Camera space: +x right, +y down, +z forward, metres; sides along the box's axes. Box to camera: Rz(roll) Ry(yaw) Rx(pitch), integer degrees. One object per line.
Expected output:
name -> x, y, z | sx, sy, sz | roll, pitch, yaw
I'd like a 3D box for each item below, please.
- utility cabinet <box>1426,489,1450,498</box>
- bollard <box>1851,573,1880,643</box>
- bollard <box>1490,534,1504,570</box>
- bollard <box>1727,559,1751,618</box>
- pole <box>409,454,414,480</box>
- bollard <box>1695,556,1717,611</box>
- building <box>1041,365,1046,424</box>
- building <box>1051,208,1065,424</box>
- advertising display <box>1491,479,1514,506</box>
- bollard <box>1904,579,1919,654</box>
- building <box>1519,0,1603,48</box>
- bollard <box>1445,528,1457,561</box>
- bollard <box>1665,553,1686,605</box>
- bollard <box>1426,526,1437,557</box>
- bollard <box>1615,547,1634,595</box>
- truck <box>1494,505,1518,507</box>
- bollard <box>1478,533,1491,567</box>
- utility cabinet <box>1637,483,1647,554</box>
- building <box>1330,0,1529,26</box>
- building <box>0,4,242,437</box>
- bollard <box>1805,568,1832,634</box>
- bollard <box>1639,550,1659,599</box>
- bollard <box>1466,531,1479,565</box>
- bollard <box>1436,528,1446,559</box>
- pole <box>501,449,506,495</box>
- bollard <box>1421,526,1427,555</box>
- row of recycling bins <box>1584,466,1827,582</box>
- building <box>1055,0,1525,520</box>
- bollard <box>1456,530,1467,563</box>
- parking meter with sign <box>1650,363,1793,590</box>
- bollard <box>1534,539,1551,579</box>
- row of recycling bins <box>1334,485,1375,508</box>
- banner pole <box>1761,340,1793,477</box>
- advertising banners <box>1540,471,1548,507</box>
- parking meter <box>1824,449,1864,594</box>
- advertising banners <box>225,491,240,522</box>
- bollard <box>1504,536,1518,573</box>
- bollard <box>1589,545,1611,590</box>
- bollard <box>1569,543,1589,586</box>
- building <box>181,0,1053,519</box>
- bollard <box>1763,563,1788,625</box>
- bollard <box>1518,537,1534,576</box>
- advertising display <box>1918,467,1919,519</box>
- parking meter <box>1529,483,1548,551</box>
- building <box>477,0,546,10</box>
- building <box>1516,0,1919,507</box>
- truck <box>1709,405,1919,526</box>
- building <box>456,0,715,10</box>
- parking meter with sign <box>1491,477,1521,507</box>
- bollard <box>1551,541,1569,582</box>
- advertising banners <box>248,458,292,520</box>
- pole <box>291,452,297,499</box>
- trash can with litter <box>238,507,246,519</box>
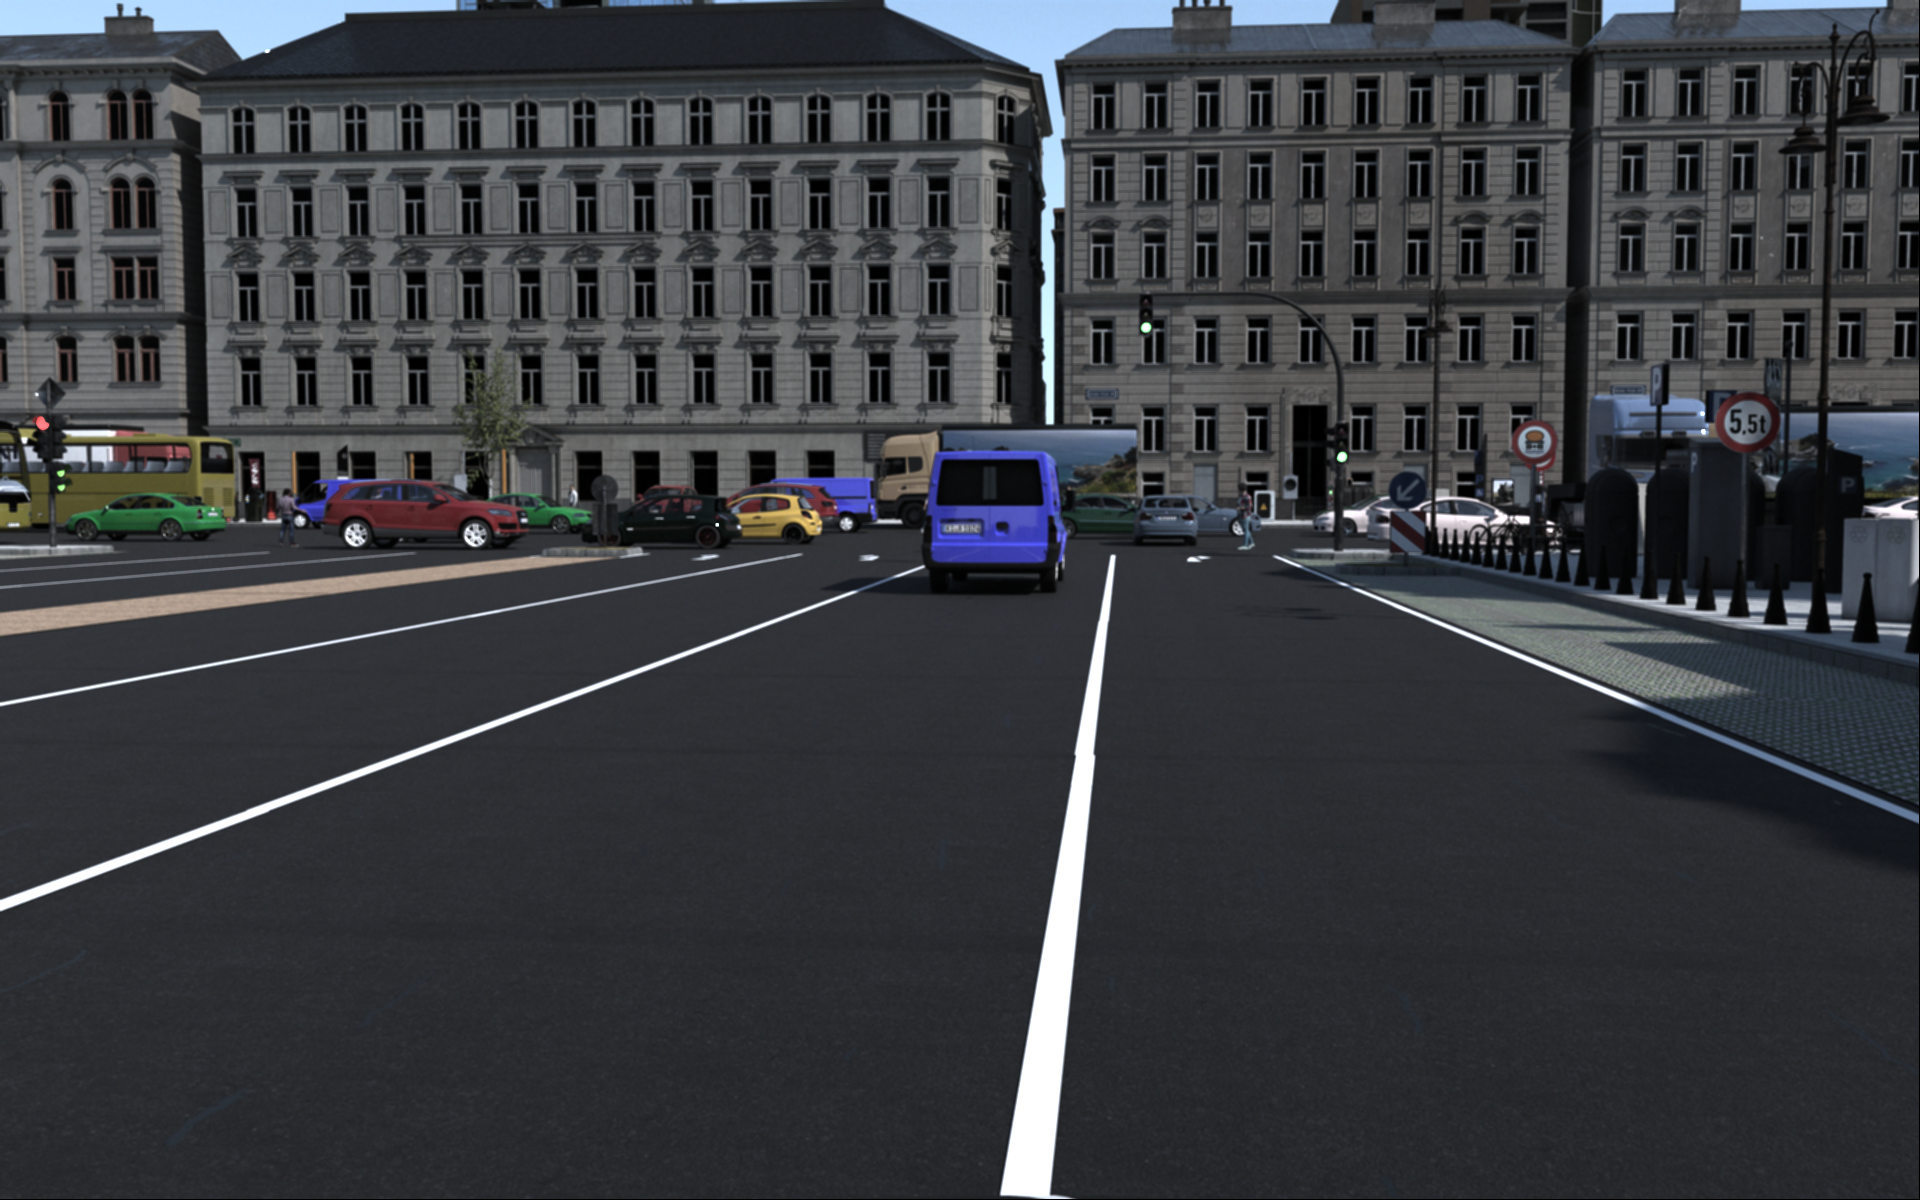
utility cabinet -> 20.383, -3.986, 73.854 | 1.173, 1.500, 0.318 | -2, 4, -35
bollard -> 7.850, 0.064, 14.999 | 0.229, 0.601, 0.229 | 0, 3, 0
bollard -> 9.197, -0.818, 29.411 | 0.229, 0.601, 0.229 | 0, 3, 0
bollard -> 8.138, -0.125, 18.084 | 0.229, 0.601, 0.229 | 0, 3, 0
pole -> -27.629, -5.718, 87.335 | 0.158, 3.312, 0.155 | 0, 3, 0
bollard -> 8.235, -0.187, 19.106 | 0.229, 0.601, 0.229 | 0, 3, 0
building -> -2.125, -25.380, 260.008 | 28.899, 21.520, 27.650 | 0, 4, 5
building -> 26.416, -36.677, 254.295 | 28.867, 44.769, 22.147 | 0, 4, 5
advertising display -> 23.408, -4.252, 74.734 | 0.974, 1.923, 0.123 | 0, 4, -7
bollard -> 7.757, 0.126, 13.976 | 0.229, 0.601, 0.229 | 0, 3, 0
building -> 79.842, -49.466, 247.015 | 20.611, 71.187, 20.563 | 0, 4, 5
bollard -> 9.582, -1.069, 33.514 | 0.229, 0.601, 0.229 | 0, 3, 0
bollard -> 8.333, -0.251, 20.143 | 0.229, 0.601, 0.229 | 0, 3, 0
bollard -> 9.771, -1.194, 35.570 | 0.229, 0.601, 0.229 | 0, 3, 0
bollard -> 8.525, -0.376, 22.192 | 0.229, 0.601, 0.229 | 0, 3, 0
truck -> 26.436, -4.649, 65.773 | 18.799, 4.110, 2.967 | 0, 4, 4
bollard -> 9.292, -0.880, 30.433 | 0.229, 0.601, 0.229 | 0, 3, 0
utility cabinet -> 14.253, -1.702, 36.514 | 0.318, 1.500, 1.173 | 3, 4, 36
building -> 39.083, -30.406, 147.254 | 14.600, 45.320, 14.200 | 0, 4, 5
building -> -51.504, -18.981, 97.722 | 23.554, 28.519, 14.401 | 0, 4, 5
bollard -> 7.949, 0.001, 16.021 | 0.229, 0.601, 0.229 | 0, 3, 0
bollard -> 8.426, -0.313, 21.166 | 0.229, 0.601, 0.229 | 0, 3, 0
bollard -> 9.390, -0.943, 31.463 | 0.229, 0.601, 0.229 | 0, 3, 0
bollard -> 9.678, -1.132, 34.547 | 0.229, 0.601, 0.229 | 0, 3, 0
pole -> -20.660, -5.177, 78.484 | 0.158, 3.312, 0.155 | 0, 3, 0
bollard -> 9.869, -1.258, 36.610 | 0.229, 0.601, 0.229 | 0, 3, 0
row of recycling bins -> 11.275, -1.165, 26.155 | 3.534, 1.692, 1.069 | 2, 4, 28
building -> 17.676, -17.894, 89.830 | 25.104, 27.353, 12.463 | 0, 4, 5
bollard -> 9.487, -1.006, 32.489 | 0.229, 0.601, 0.229 | 0, 3, 0
parking meter with sign -> 10.251, -1.655, 23.328 | 1.738, 3.016, 0.543 | 0, 4, 6
bollard -> 8.910, -0.629, 26.323 | 0.229, 0.601, 0.229 | 0, 3, 0
row of recycling bins -> 17.514, -4.260, 76.761 | 1.069, 1.692, 3.534 | 2, 4, 35
banner pole -> 13.293, -2.334, 28.172 | 0.863, 3.779, 0.401 | -2, 4, -30
advertising banners -> 27.823, -5.218, 81.495 | 2.074, 3.025, 0.090 | -2, 4, -29
parking meter -> 11.422, -1.019, 22.372 | 0.399, 1.863, 0.255 | 1, 4, 8
advertising banners -> -33.320, -5.052, 78.785 | 0.090, 3.025, 2.074 | 0, 4, 2
bollard -> 9.103, -0.754, 28.374 | 0.229, 0.601, 0.229 | 0, 3, 0
bollard -> 8.617, -0.439, 23.214 | 0.229, 0.601, 0.229 | 0, 3, 0
bollard -> 8.716, -0.503, 24.258 | 0.229, 0.601, 0.229 | 0, 3, 0
building -> -17.280, -19.541, 95.916 | 44.131, 29.872, 17.030 | 0, 4, 5
bollard -> 8.042, -0.062, 17.062 | 0.229, 0.601, 0.229 | 0, 3, 0
bollard -> 9.003, -0.691, 27.346 | 0.229, 0.601, 0.229 | 0, 3, 0
advertising display -> 11.658, -0.909, 20.077 | 0.974, 1.923, 0.123 | 1, 4, 19
parking meter -> 13.078, -1.881, 39.166 | 0.372, 1.533, 0.369 | 0, 3, 0
building -> -31.790, -28.318, 146.599 | 14.154, 41.232, 14.086 | 0, 4, 5
building -> 42.628, -17.723, 87.033 | 25.104, 27.353, 12.463 | 0, 4, 5
truck -> 27.135, -4.120, 56.272 | 11.283, 4.237, 2.839 | 0, 4, 7
building -> -38.042, -52.992, 179.090 | 31.000, 86.520, 22.319 | 0, 4, 5
parking meter with sign -> 24.581, -5.045, 78.740 | 1.738, 3.016, 0.543 | 0, 4, -3
bollard -> 8.815, -0.566, 25.301 | 0.229, 0.601, 0.229 | 0, 3, 0
advertising banners -> -33.864, -5.445, 85.207 | 2.074, 3.025, 0.090 | -1, 4, -15
pole -> -32.010, -5.467, 83.236 | 0.158, 3.312, 0.155 | 0, 3, 0
trash can with litter -> -36.463, -4.699, 87.893 | 1.678, 1.210, 2.233 | 2, 4, 35
